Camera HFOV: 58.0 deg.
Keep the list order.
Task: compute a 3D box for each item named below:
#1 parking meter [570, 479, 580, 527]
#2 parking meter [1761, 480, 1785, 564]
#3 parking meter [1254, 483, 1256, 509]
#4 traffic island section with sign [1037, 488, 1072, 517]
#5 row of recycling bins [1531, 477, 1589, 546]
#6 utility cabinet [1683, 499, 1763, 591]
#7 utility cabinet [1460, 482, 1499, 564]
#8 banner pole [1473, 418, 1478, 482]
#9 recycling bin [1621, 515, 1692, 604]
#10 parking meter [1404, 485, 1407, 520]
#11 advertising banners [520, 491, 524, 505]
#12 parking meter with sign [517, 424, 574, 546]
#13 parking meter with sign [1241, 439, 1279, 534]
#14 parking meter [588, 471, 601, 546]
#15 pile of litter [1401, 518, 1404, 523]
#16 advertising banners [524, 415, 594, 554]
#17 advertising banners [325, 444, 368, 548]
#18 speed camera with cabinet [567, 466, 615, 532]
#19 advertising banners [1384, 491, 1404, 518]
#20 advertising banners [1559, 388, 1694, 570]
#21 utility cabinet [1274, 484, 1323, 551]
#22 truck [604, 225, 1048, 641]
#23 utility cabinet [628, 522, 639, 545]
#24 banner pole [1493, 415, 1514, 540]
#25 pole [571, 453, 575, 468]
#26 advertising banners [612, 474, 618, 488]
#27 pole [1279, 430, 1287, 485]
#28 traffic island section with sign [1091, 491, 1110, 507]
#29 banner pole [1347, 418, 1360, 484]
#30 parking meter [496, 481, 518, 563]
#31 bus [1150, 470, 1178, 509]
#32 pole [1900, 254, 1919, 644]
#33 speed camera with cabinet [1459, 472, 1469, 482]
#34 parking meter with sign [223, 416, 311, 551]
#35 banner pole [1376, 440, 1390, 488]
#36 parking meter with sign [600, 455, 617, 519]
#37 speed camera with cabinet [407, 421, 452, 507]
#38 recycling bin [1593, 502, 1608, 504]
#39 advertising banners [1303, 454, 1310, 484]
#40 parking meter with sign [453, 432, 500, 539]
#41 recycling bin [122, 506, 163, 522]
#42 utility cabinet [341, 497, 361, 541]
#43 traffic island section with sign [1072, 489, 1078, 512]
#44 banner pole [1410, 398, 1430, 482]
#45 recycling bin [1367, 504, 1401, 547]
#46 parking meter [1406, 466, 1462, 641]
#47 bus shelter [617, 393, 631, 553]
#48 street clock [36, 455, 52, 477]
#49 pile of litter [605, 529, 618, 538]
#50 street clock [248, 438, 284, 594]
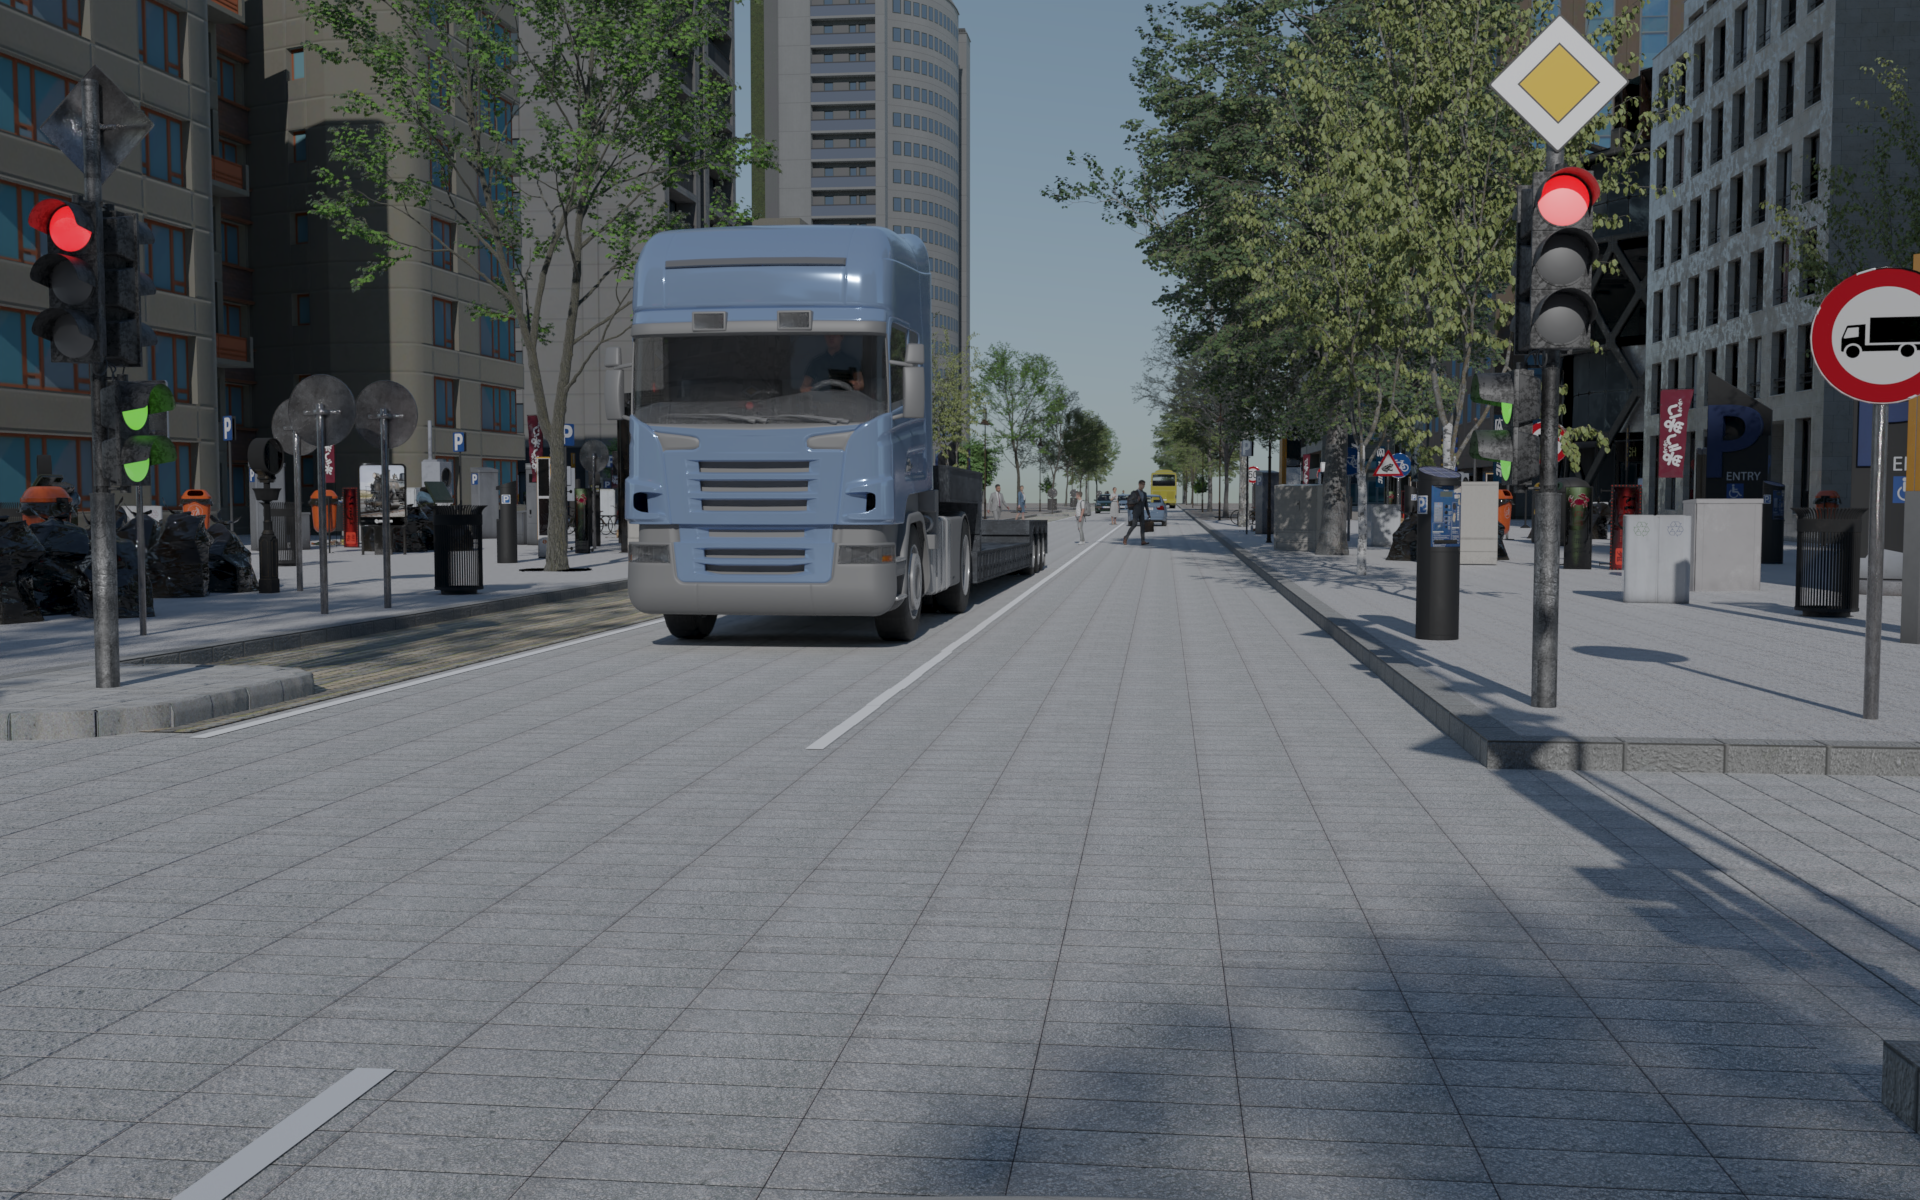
[{"bbox_3d":[-14.812,-3.723,66.583,0.399,1.863,0.255,0,4,7],"label":"parking meter"},{"bbox_3d":[14.928,-1.430,31.799,0.372,1.533,0.369,0,3,0],"label":"parking meter"},{"bbox_3d":[14.455,-4.789,84.009,0.399,1.863,0.255,0,4,5],"label":"parking meter"},{"bbox_3d":[5.965,-6.249,110.791,1.989,1.847,2.006,0,4,7],"label":"traffic island section with sign"},{"bbox_3d":[15.325,-2.262,44.096,1.069,1.692,3.534,0,4,8],"label":"row of recycling bins"},{"bbox_3d":[10.122,-0.726,23.024,1.020,1.237,0.306,-1,4,-13],"label":"utility cabinet"},{"bbox_3d":[9.129,-1.388,31.371,1.173,1.500,0.318,1,4,17],"label":"utility cabinet"},{"bbox_3d":[16.968,-4.103,57.107,0.401,3.779,0.863,1,4,17],"label":"banner pole"},{"bbox_3d":[8.286,-0.494,20.629,0.722,1.027,0.722,1,4,19],"label":"recycling bin"},{"bbox_3d":[12.837,-2.502,49.322,0.372,1.533,0.369,0,3,0],"label":"parking meter"},{"bbox_3d":[-21.977,-5.437,85.084,2.074,3.025,0.090,0,4,-8],"label":"advertising banners"},{"bbox_3d":[-10.460,-2.877,43.292,1.738,3.016,0.543,2,4,31],"label":"parking meter with sign"},{"bbox_3d":[9.855,-3.614,55.355,1.738,3.016,0.543,-2,4,-27],"label":"parking meter with sign"},{"bbox_3d":[-8.986,-2.256,42.593,0.255,1.863,0.399,-1,4,-17],"label":"parking meter"},{"bbox_3d":[18.062,-3.559,72.147,1.719,0.858,1.176,0,4,-3],"label":"pile of litter"},{"bbox_3d":[-8.733,-2.542,37.748,2.074,3.025,0.090,3,4,37],"label":"advertising banners"},{"bbox_3d":[-14.537,-2.762,41.354,2.074,3.025,0.090,2,4,27],"label":"advertising banners"},{"bbox_3d":[-12.661,-3.903,58.148,2.038,3.252,0.660,-2,4,-30],"label":"speed camera with cabinet"},{"bbox_3d":[21.257,-5.282,82.542,2.074,3.025,0.090,1,4,23],"label":"advertising banners"},{"bbox_3d":[11.168,-2.013,29.094,2.074,3.025,0.090,2,4,26],"label":"advertising banners"},{"bbox_3d":[7.599,-1.847,38.872,0.318,1.500,1.173,-3,5,-41],"label":"utility cabinet"},{"bbox_3d":[-0.724,-2.088,23.892,2.967,4.110,18.799,0,4,7],"label":"truck"},{"bbox_3d":[-5.683,-1.434,32.128,0.318,1.500,1.173,2,4,28],"label":"utility cabinet"},{"bbox_3d":[15.115,-3.561,48.238,0.863,3.779,0.401,-2,4,-33],"label":"banner pole"},{"bbox_3d":[-19.234,-5.647,86.172,0.158,3.312,0.155,0,3,0],"label":"pole"},{"bbox_3d":[-16.647,-5.127,80.012,2.074,3.025,0.090,-2,4,-24],"label":"advertising banners"},{"bbox_3d":[9.270,-3.420,49.765,0.158,3.312,0.155,0,3,0],"label":"pole"},{"bbox_3d":[15.533,-11.234,192.299,1.989,1.847,2.006,0,4,7],"label":"traffic island section with sign"},{"bbox_3d":[11.330,-3.692,50.385,0.863,3.779,0.401,-1,4,-12],"label":"banner pole"},{"bbox_3d":[-8.415,-1.452,32.155,0.372,1.533,0.369,0,3,0],"label":"parking meter"},{"bbox_3d":[20.582,-11.214,174.888,2.896,3.916,12.252,0,4,7],"label":"bus"},{"bbox_3d":[8.203,-1.281,14.789,0.158,3.312,0.155,0,3,0],"label":"pole"},{"bbox_3d":[20.434,-4.746,71.940,0.660,3.252,2.038,3,5,42],"label":"speed camera with cabinet"},{"bbox_3d":[-15.681,-2.630,39.255,1.738,3.016,0.543,-3,5,-42],"label":"parking meter with sign"},{"bbox_3d":[19.452,-5.477,79.569,0.863,3.779,0.401,-1,4,-18],"label":"banner pole"},{"bbox_3d":[-16.066,-5.029,78.493,0.543,3.016,1.738,-2,4,-30],"label":"parking meter with sign"},{"bbox_3d":[-14.210,-3.157,45.955,0.660,3.252,2.038,1,4,11],"label":"speed camera with cabinet"},{"bbox_3d":[19.541,-2.508,53.559,0.722,1.027,0.722,0,4,-5],"label":"recycling bin"},{"bbox_3d":[14.835,-4.912,76.492,0.090,3.025,2.074,-2,4,-24],"label":"advertising banners"},{"bbox_3d":[-13.576,-3.261,49.574,0.543,3.016,1.738,3,5,41],"label":"parking meter with sign"},{"bbox_3d":[-17.299,-1.469,36.574,0.722,1.027,0.722,-3,4,-38],"label":"recycling bin"},{"bbox_3d":[-16.699,-2.222,47.491,0.306,1.237,1.020,-2,4,-33],"label":"utility cabinet"},{"bbox_3d":[9.127,-7.893,137.682,1.989,1.847,2.006,0,4,7],"label":"traffic island section with sign"},{"bbox_3d":[11.348,-3.217,42.613,0.863,3.779,0.401,-3,4,-36],"label":"banner pole"},{"bbox_3d":[10.357,-1.831,42.484,0.722,1.027,0.722,0,4,-3],"label":"recycling bin"},{"bbox_3d":[4.226,-0.421,15.297,0.372,1.533,0.369,0,3,0],"label":"parking meter"},{"bbox_3d":[-6.296,-3.022,40.697,1.731,3.624,6.357,0,4,7],"label":"bus shelter"},{"bbox_3d":[-16.908,-1.679,32.024,0.358,2.002,0.471,-2,4,-31],"label":"street clock"},{"bbox_3d":[-9.615,-2.258,50.876,1.719,0.858,1.176,-1,4,-15],"label":"pile of litter"},{"bbox_3d":[-8.948,-1.089,22.382,0.358,2.002,0.471,1,4,11],"label":"street clock"}]
